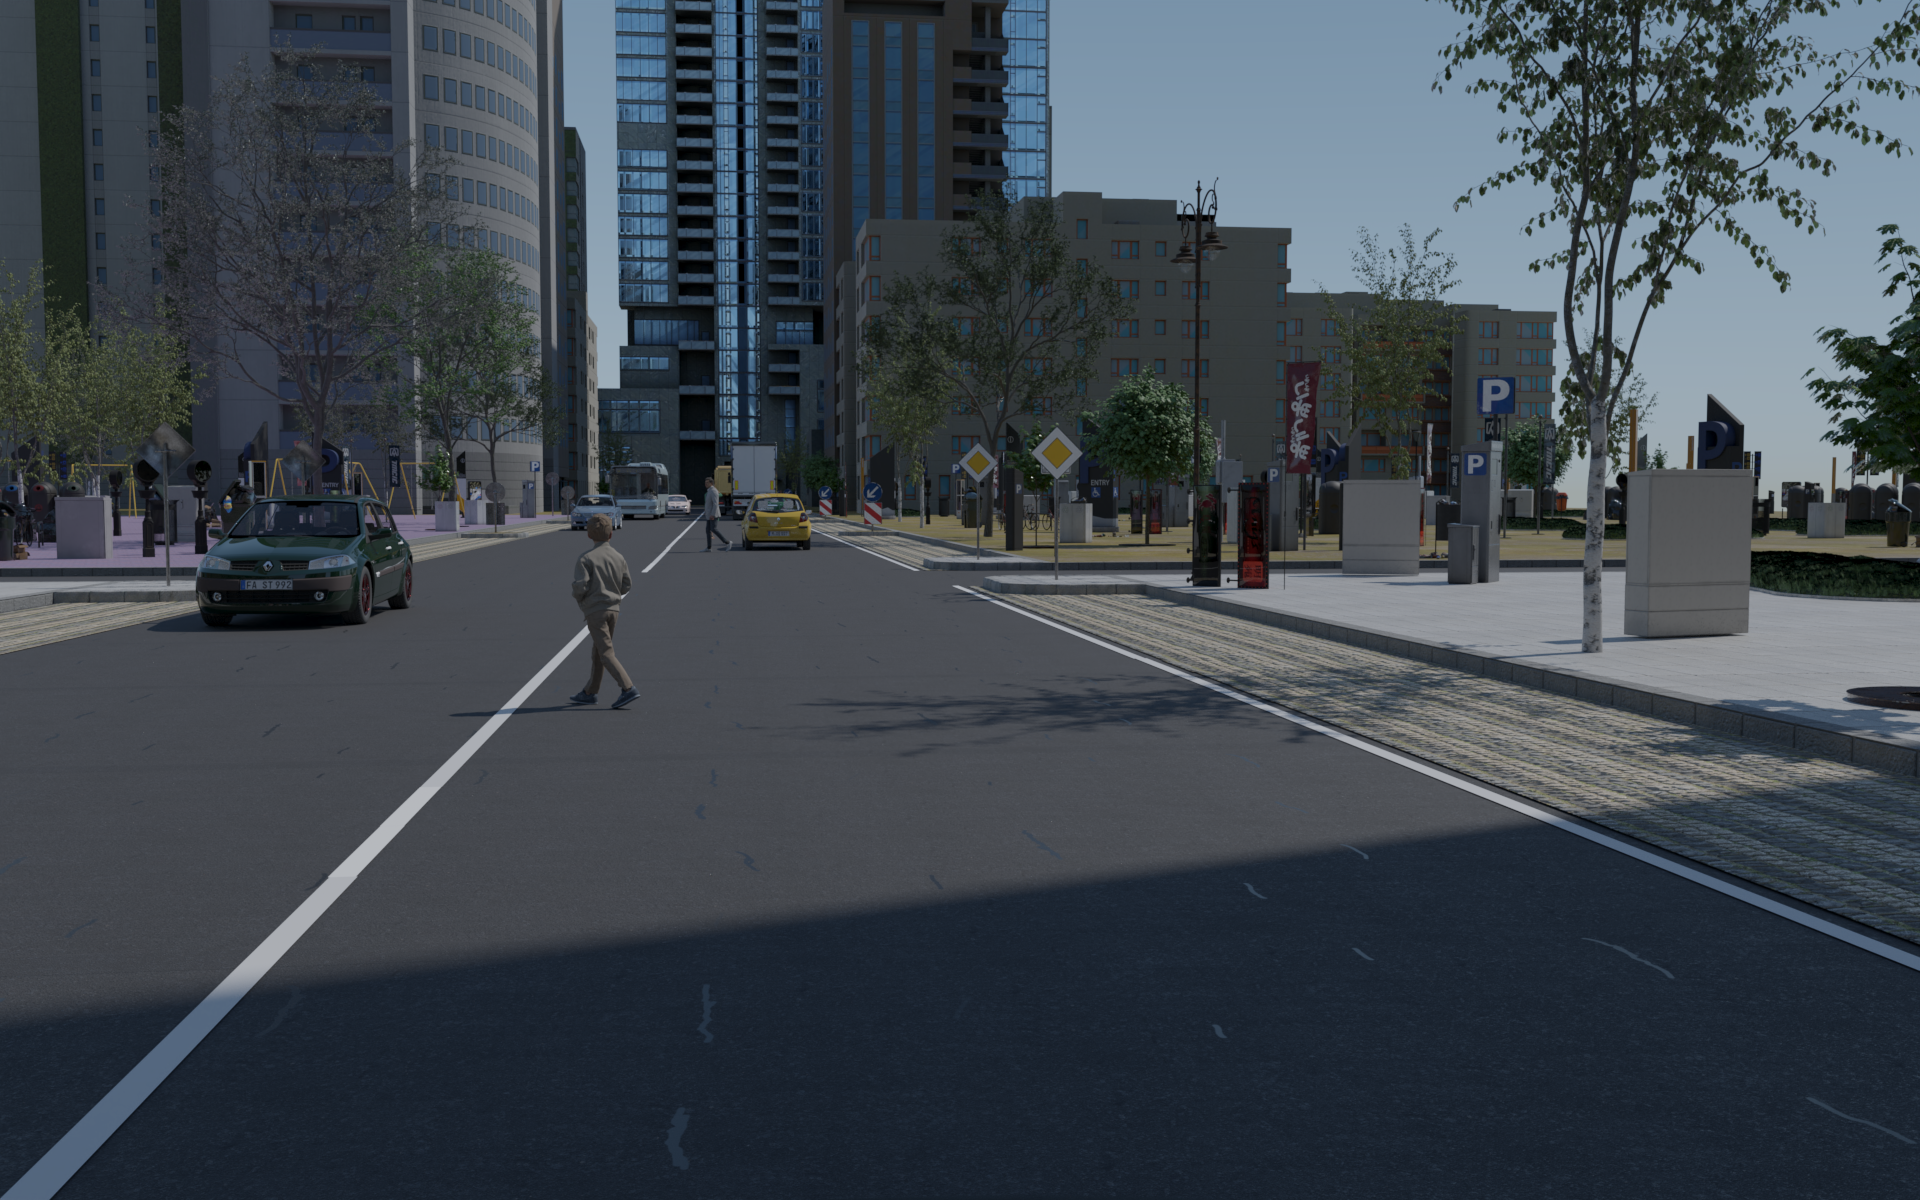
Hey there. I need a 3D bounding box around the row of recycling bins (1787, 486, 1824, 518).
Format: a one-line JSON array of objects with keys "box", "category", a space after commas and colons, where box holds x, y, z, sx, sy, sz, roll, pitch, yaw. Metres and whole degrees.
[{"box": [41.264, -4.727, 84.395, 1.069, 1.692, 3.534, 3, 5, 42], "category": "row of recycling bins"}]

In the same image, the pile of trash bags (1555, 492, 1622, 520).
[{"box": [31.366, -4.664, 86.006, 3.447, 1.369, 1.912, 1, 4, 23], "category": "pile of trash bags"}]

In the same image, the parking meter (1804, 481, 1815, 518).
[{"box": [39.038, -4.520, 79.611, 0.255, 1.863, 0.399, -2, 4, -26], "category": "parking meter"}]

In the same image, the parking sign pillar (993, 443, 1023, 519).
[{"box": [2.543, -6.118, 88.508, 1.447, 3.967, 1.447, -1, 4, -17], "category": "parking sign pillar"}]

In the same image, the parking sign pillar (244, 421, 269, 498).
[{"box": [-25.848, -4.597, 63.627, 1.447, 3.967, 1.447, 0, 4, -1], "category": "parking sign pillar"}]

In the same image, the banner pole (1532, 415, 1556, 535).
[{"box": [18.424, -3.946, 54.539, 0.401, 3.779, 0.863, -2, 4, -29], "category": "banner pole"}]

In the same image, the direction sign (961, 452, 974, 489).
[{"box": [0.408, -6.164, 92.779, 0.876, 3.537, 0.379, -3, 5, -41], "category": "direction sign"}]

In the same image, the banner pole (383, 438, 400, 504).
[{"box": [-25.578, -5.374, 77.874, 0.863, 3.779, 0.401, -2, 4, -24], "category": "banner pole"}]

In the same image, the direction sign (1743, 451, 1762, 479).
[{"box": [41.788, -6.080, 91.403, 0.876, 3.537, 0.379, 0, 4, 8], "category": "direction sign"}]

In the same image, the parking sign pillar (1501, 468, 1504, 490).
[{"box": [30.223, -6.723, 98.386, 1.447, 3.967, 1.447, 2, 4, 35], "category": "parking sign pillar"}]

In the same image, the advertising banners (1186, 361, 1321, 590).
[{"box": [3.960, -1.668, 23.457, 2.074, 3.025, 0.090, 3, 5, 42], "category": "advertising banners"}]

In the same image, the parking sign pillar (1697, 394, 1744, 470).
[{"box": [20.175, -3.518, 45.987, 1.447, 3.967, 1.447, -1, 4, -16], "category": "parking sign pillar"}]

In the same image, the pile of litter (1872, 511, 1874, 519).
[{"box": [45.953, -4.500, 87.548, 1.176, 0.858, 1.719, 0, 4, -7], "category": "pile of litter"}]

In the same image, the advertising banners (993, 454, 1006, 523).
[{"box": [2.039, -4.937, 76.913, 0.090, 3.025, 2.074, 3, 5, 42], "category": "advertising banners"}]

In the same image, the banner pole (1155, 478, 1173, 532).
[{"box": [6.877, -4.204, 58.749, 0.401, 3.779, 0.863, -2, 4, -35], "category": "banner pole"}]

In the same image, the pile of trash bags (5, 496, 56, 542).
[{"box": [-25.427, -2.251, 46.558, 3.447, 1.369, 1.912, 0, 4, -1], "category": "pile of trash bags"}]

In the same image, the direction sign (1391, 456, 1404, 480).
[{"box": [25.792, -6.738, 102.158, 0.379, 3.537, 0.876, -3, 4, -37], "category": "direction sign"}]

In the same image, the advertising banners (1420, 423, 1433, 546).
[{"box": [11.302, -2.828, 42.426, 0.090, 3.025, 2.074, 2, 4, 29], "category": "advertising banners"}]

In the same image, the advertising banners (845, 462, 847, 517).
[{"box": [-6.233, -6.030, 94.774, 0.090, 3.025, 2.074, 0, 4, -2], "category": "advertising banners"}]

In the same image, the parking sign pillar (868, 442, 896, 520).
[{"box": [-3.990, -6.079, 87.856, 1.447, 3.967, 1.447, -1, 4, -21], "category": "parking sign pillar"}]

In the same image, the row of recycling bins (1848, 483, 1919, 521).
[{"box": [35.010, -3.506, 64.434, 3.534, 1.692, 1.069, 3, 4, 37], "category": "row of recycling bins"}]

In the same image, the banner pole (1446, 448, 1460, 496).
[{"box": [26.509, -6.322, 93.374, 0.863, 3.779, 0.401, 2, 4, 29], "category": "banner pole"}]

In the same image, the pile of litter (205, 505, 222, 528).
[{"box": [-28.919, -3.218, 66.576, 1.719, 0.858, 1.176, -1, 4, -18], "category": "pile of litter"}]

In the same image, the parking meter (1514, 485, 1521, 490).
[{"box": [34.049, -6.121, 105.781, 0.399, 1.863, 0.255, 0, 4, 2], "category": "parking meter"}]

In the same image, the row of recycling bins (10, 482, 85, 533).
[{"box": [-31.206, -3.113, 58.012, 3.534, 1.692, 1.069, -1, 4, -13], "category": "row of recycling bins"}]

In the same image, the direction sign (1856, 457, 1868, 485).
[{"box": [38.304, -4.962, 73.124, 0.876, 3.537, 0.379, 3, 4, 38], "category": "direction sign"}]

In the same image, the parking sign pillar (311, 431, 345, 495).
[{"box": [-27.024, -5.232, 74.014, 1.447, 3.967, 1.447, 0, 4, -3], "category": "parking sign pillar"}]

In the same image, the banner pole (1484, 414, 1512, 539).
[{"box": [15.524, -3.670, 50.014, 0.863, 3.779, 0.401, 0, 4, 2], "category": "banner pole"}]

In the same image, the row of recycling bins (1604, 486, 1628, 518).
[{"box": [34.449, -5.153, 91.366, 1.069, 1.692, 3.534, -1, 4, -13], "category": "row of recycling bins"}]

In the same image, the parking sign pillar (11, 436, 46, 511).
[{"box": [-41.450, -5.420, 77.083, 1.447, 3.967, 1.447, 0, 4, 2], "category": "parking sign pillar"}]

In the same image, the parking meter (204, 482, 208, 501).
[{"box": [-37.718, -4.931, 86.335, 0.399, 1.863, 0.255, 2, 4, 30], "category": "parking meter"}]

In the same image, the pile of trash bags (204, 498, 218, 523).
[{"box": [-35.066, -4.165, 77.845, 3.447, 1.369, 1.912, 1, 4, 18], "category": "pile of trash bags"}]

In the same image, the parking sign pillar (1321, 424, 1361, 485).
[{"box": [14.815, -4.734, 65.880, 1.447, 3.967, 1.447, 2, 4, 33], "category": "parking sign pillar"}]

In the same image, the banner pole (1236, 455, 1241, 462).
[{"box": [17.709, -7.343, 110.080, 0.401, 3.779, 0.863, -1, 4, -15], "category": "banner pole"}]

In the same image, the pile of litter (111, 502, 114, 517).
[{"box": [-46.984, -4.966, 95.166, 1.176, 0.858, 1.719, 1, 4, 13], "category": "pile of litter"}]

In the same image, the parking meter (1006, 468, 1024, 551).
[{"box": [1.237, -2.048, 39.201, 0.255, 1.863, 0.399, 3, 5, 40], "category": "parking meter"}]

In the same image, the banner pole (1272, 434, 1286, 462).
[{"box": [13.240, -5.028, 72.227, 0.863, 3.779, 0.401, 3, 5, 42], "category": "banner pole"}]

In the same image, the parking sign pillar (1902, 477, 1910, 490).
[{"box": [52.810, -6.575, 95.974, 1.447, 3.967, 1.447, 0, 4, -2], "category": "parking sign pillar"}]

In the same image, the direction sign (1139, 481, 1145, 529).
[{"box": [6.705, -4.427, 64.373, 0.876, 3.537, 0.379, 3, 5, 45], "category": "direction sign"}]

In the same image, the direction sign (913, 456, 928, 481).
[{"box": [-2.350, -6.792, 103.045, 0.876, 3.537, 0.379, -1, 4, -17], "category": "direction sign"}]

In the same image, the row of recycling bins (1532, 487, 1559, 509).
[{"box": [35.531, -6.015, 105.454, 1.069, 1.692, 3.534, 0, 4, 2], "category": "row of recycling bins"}]

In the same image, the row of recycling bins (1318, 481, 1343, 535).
[{"box": [12.451, -3.015, 56.404, 1.069, 1.692, 3.534, 2, 4, 24], "category": "row of recycling bins"}]

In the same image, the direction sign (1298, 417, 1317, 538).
[{"box": [10.063, -3.610, 51.014, 0.876, 3.537, 0.379, 1, 4, 20], "category": "direction sign"}]

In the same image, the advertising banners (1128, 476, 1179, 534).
[{"box": [6.227, -3.613, 55.258, 2.074, 3.025, 0.090, 3, 5, 43], "category": "advertising banners"}]

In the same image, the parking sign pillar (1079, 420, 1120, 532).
[{"box": [4.683, -4.288, 58.577, 1.447, 3.967, 1.447, 2, 4, 31], "category": "parking sign pillar"}]

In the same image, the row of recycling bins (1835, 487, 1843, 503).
[{"box": [56.025, -6.143, 107.553, 3.534, 1.692, 1.069, 0, 4, 1], "category": "row of recycling bins"}]

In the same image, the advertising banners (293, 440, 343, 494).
[{"box": [-21.189, -3.732, 57.209, 0.090, 3.025, 2.074, 2, 4, 25], "category": "advertising banners"}]

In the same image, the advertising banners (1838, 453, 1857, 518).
[{"box": [36.418, -4.582, 71.101, 0.090, 3.025, 2.074, 1, 4, 11], "category": "advertising banners"}]

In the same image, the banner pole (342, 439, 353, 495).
[{"box": [-27.936, -5.450, 79.127, 0.401, 3.779, 0.863, 1, 4, 20], "category": "banner pole"}]

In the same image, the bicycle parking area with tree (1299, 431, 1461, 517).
[{"box": [19.688, -5.768, 81.304, 9.016, 4.147, 8.231, 0, 4, -8], "category": "bicycle parking area with tree"}]

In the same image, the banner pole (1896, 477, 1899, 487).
[{"box": [40.130, -5.145, 74.135, 0.401, 3.779, 0.863, 3, 4, 36], "category": "banner pole"}]
